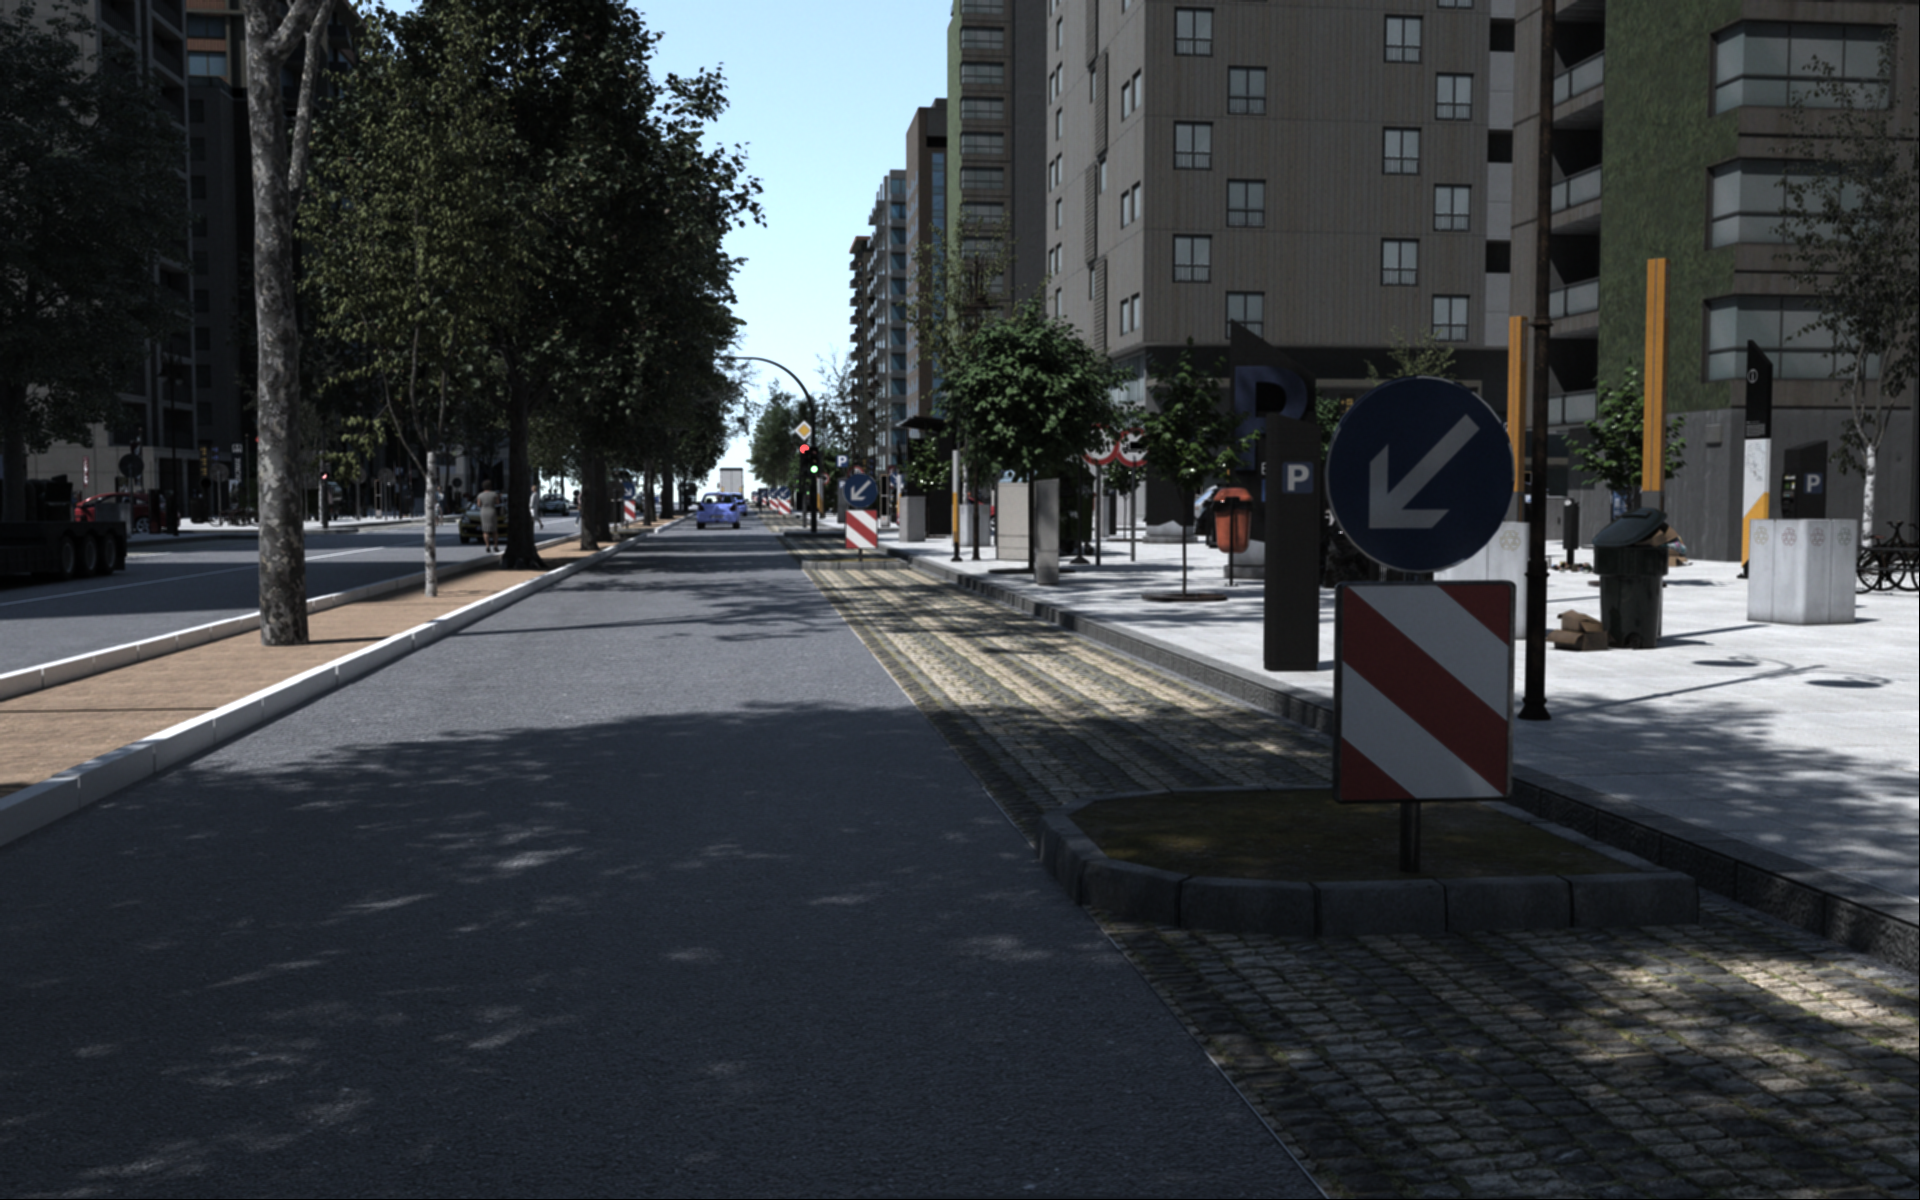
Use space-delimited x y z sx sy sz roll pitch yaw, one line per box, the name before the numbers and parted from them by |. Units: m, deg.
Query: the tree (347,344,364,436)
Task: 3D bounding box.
tree | -27.465 -7.579 74.282 4.360 8.622 3.978 0 3 0

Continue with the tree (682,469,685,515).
tree | -18.124 -9.354 105.751 4.737 8.622 4.395 0 3 0

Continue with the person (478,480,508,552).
person | -11.498 -2.067 42.656 0.716 1.782 0.532 0 4 -8

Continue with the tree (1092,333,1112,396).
tree | 5.180 -7.920 79.858 4.737 8.622 4.395 0 3 0

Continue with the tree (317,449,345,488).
tree | -43.950 -8.356 120.330 4.285 4.588 4.351 0 3 0

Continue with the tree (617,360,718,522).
tree | -15.799 -9.780 88.116 9.928 11.665 9.643 0 3 0

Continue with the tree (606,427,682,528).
tree | -13.328 -7.026 67.690 4.737 8.622 4.395 0 3 0

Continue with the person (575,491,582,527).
person | -16.499 -4.067 75.592 0.643 1.750 0.593 3 5 42

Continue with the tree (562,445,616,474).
tree | -42.564 -16.108 197.780 8.767 10.594 7.601 -1 4 -17

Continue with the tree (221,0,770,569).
tree | -8.486 -6.946 33.039 9.611 12.733 9.660 0 3 0

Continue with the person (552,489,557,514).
person | -29.609 -7.229 126.925 0.641 1.798 0.478 -1 4 -16

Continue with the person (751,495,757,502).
person | -34.172 -17.082 287.744 1.348 1.831 0.705 2 4 31

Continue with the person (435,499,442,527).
person | -23.046 -3.844 76.358 0.505 1.210 0.382 1 4 12

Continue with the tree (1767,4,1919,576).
tree | 14.549 -4.696 27.135 4.360 8.622 3.978 0 3 0

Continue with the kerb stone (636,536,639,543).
kerb stone | -9.458 -1.706 50.096 0.120 0.150 1.000 0 4 -7

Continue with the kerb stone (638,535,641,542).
kerb stone | -9.585 -1.764 51.111 0.120 0.150 1.000 0 4 -7

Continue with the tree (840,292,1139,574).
tree | 1.114 -2.729 28.340 4.285 4.588 4.351 0 3 0

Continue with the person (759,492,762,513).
person | -14.580 -7.101 126.412 0.330 1.601 0.589 0 4 2

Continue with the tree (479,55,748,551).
tree | -9.169 -7.472 42.754 7.486 12.596 7.792 0 3 0

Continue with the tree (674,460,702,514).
tree | -20.374 -10.583 125.853 4.360 8.622 3.978 0 3 0

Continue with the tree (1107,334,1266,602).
tree | 2.862 -1.612 20.957 1.663 3.219 1.824 0 3 0

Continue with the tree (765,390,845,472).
tree | -13.924 -13.454 154.393 7.601 10.594 8.767 1 4 12

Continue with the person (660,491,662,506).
person | -36.095 -12.315 209.944 0.705 1.812 1.348 1 4 8

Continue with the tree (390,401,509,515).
tree | -30.568 -10.356 103.734 7.601 10.594 8.767 -1 4 -9

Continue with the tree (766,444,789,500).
tree | -19.601 -15.004 195.674 4.360 8.622 3.978 0 3 0

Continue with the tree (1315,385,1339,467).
tree | 10.186 -4.053 49.973 4.285 4.588 4.351 0 3 0

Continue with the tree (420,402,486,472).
tree | -33.978 -13.106 124.649 12.009 13.543 11.850 0 3 0

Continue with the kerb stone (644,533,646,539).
kerb stone | -9.978 -1.956 54.175 0.120 0.150 1.000 0 4 -7

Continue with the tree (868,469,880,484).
tree | -5.880 -7.491 117.081 1.663 3.219 1.824 0 3 0

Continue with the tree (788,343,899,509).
tree | -5.349 -8.188 84.232 4.360 8.622 3.978 0 3 0

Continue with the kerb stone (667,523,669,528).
kerb stone | -12.110 -2.982 70.954 0.120 0.150 1.000 0 4 -7

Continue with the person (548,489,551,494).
person | -30.752 -7.372 129.306 0.573 1.790 0.520 -2 4 -31

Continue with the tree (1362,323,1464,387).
tree | 19.382 -7.555 73.890 4.737 8.622 4.395 0 3 0

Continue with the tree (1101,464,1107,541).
tree | 4.447 -3.223 47.293 1.663 3.219 1.824 0 3 0

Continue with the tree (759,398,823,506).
tree | -17.928 -15.879 185.372 9.928 11.665 9.643 0 3 0

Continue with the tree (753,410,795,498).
tree | -25.380 -19.239 232.691 7.486 12.596 7.792 0 3 0

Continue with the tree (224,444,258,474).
tree | -46.896 -7.926 113.311 4.285 4.588 4.351 0 3 0

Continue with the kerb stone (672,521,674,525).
kerb stone | -12.763 -3.293 76.040 0.120 0.150 1.000 0 4 -7

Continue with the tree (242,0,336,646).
tree | -5.081 -9.587 15.093 12.611 20.169 13.585 0 3 0

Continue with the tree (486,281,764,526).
tree | -13.916 -10.009 76.479 12.009 13.543 11.850 0 3 0

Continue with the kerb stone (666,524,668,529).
kerb stone | -11.986 -2.919 69.931 0.120 0.150 1.000 0 4 -7

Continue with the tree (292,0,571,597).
tree | -7.398 -4.352 23.978 4.737 8.622 4.395 0 3 0

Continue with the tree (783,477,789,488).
tree | -16.862 -11.059 175.414 1.663 3.219 1.824 0 3 0

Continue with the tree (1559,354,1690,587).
tree | 9.158 -1.800 24.037 1.663 3.219 1.824 0 3 0

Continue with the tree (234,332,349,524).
tree | -26.393 -7.211 68.259 4.360 8.622 3.978 0 3 0

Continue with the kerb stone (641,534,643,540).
kerb stone | -9.712 -1.827 52.125 0.120 0.150 1.000 0 4 -7

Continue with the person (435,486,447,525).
person | -23.877 -4.344 79.551 0.581 1.822 0.654 -1 4 -17

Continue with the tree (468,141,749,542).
tree | -10.735 -8.699 51.338 9.857 13.997 8.962 0 3 0

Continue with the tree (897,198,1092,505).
tree | 0.352 -5.746 44.314 4.737 8.622 4.395 0 3 0

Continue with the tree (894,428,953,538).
tree | -0.823 -3.417 50.468 1.663 3.219 1.824 0 3 0

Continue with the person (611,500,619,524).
person | -16.205 -4.419 81.430 0.731 1.740 0.598 2 4 24

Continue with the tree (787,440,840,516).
tree | -7.497 -7.289 102.892 4.285 4.588 4.351 0 3 0

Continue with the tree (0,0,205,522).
tree | -24.264 -8.390 43.838 9.857 13.997 8.962 0 3 0

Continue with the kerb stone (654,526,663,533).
kerb stone | -11.467 -2.668 65.856 0.120 0.150 1.000 0 4 -7

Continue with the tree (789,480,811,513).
tree | -10.605 -7.705 120.575 1.663 3.219 1.824 0 3 0

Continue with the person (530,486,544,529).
person | -17.251 -3.759 70.315 0.624 1.780 0.694 2 4 25
